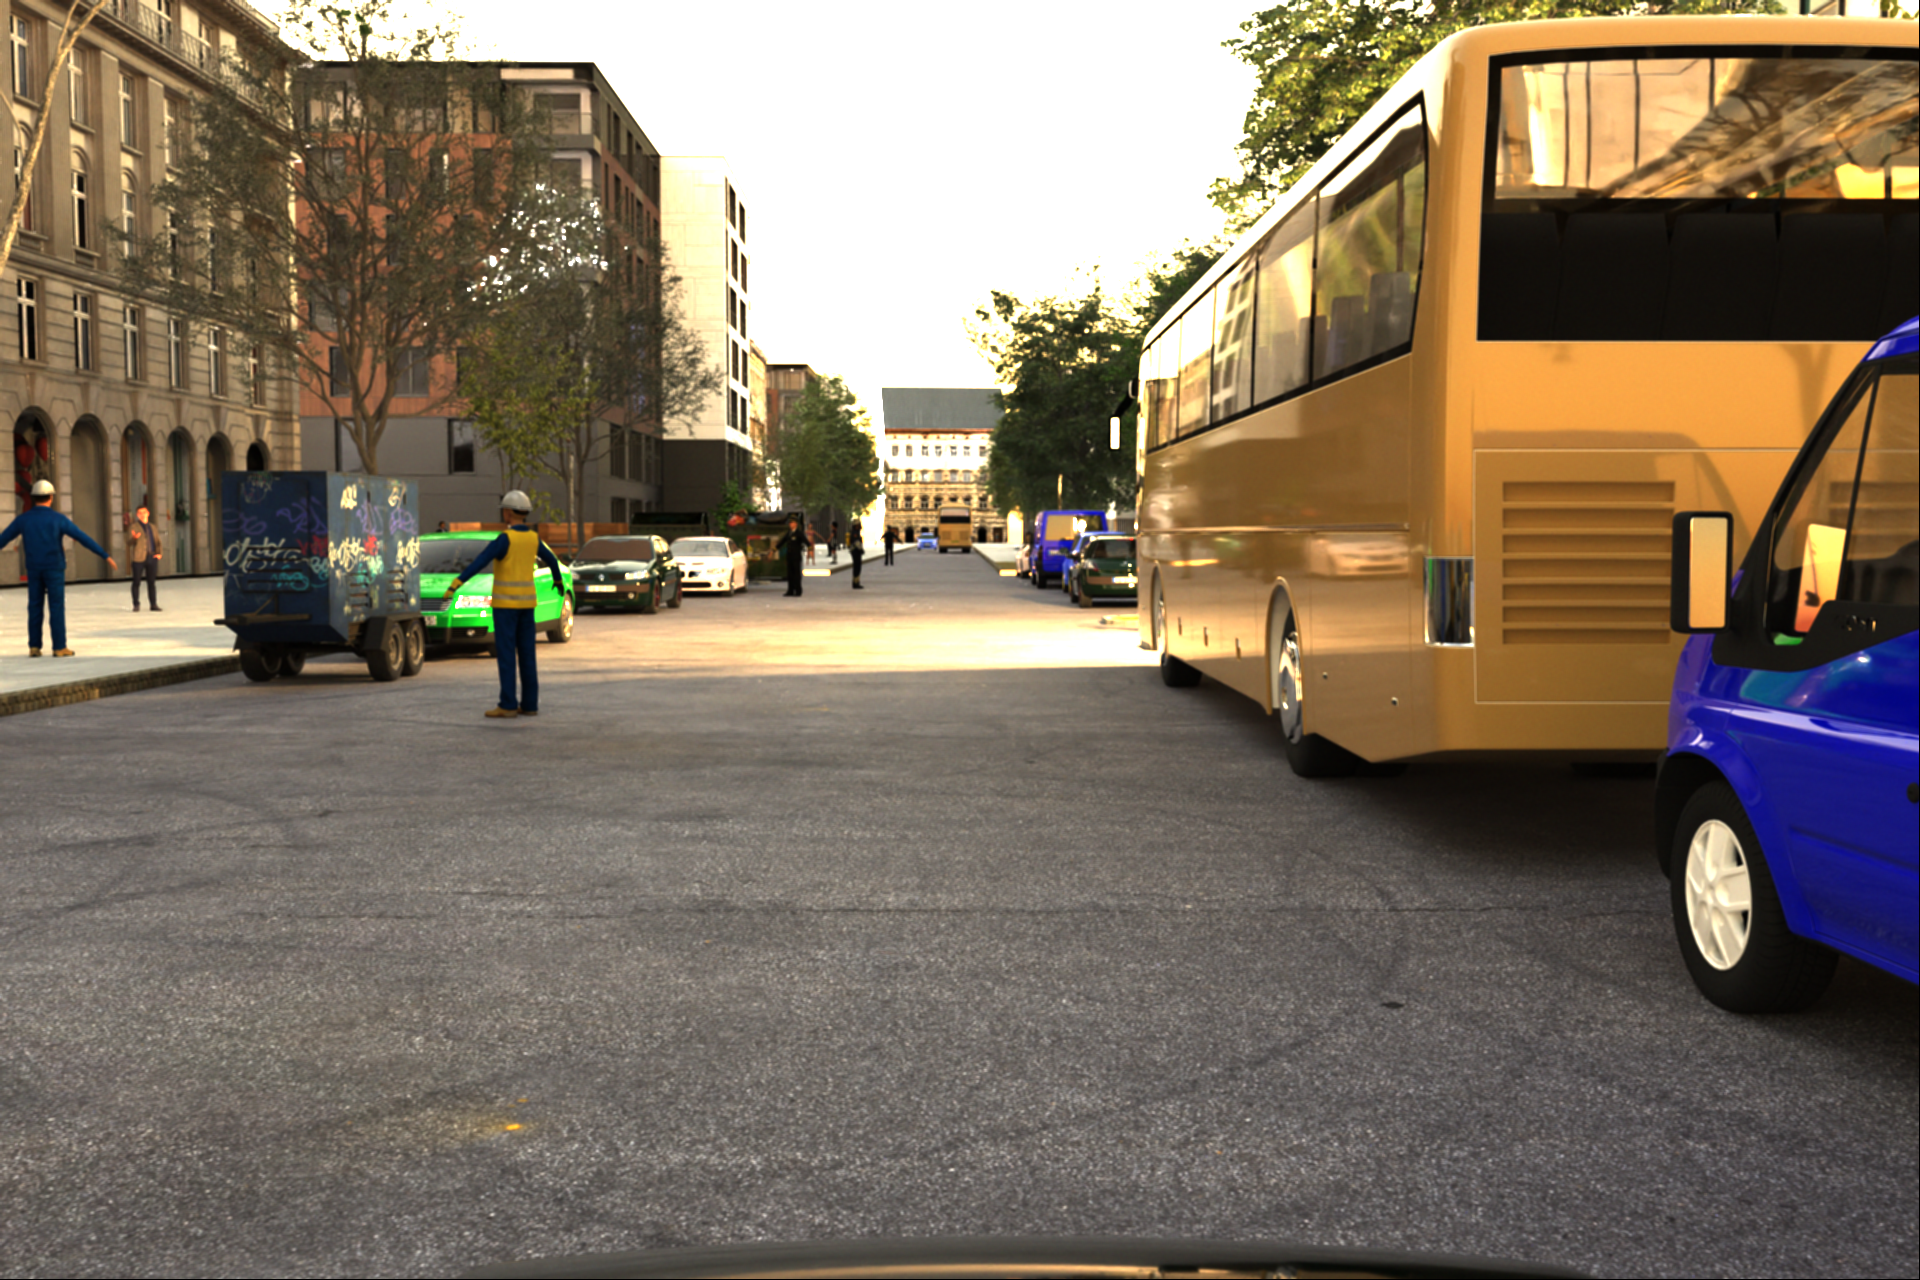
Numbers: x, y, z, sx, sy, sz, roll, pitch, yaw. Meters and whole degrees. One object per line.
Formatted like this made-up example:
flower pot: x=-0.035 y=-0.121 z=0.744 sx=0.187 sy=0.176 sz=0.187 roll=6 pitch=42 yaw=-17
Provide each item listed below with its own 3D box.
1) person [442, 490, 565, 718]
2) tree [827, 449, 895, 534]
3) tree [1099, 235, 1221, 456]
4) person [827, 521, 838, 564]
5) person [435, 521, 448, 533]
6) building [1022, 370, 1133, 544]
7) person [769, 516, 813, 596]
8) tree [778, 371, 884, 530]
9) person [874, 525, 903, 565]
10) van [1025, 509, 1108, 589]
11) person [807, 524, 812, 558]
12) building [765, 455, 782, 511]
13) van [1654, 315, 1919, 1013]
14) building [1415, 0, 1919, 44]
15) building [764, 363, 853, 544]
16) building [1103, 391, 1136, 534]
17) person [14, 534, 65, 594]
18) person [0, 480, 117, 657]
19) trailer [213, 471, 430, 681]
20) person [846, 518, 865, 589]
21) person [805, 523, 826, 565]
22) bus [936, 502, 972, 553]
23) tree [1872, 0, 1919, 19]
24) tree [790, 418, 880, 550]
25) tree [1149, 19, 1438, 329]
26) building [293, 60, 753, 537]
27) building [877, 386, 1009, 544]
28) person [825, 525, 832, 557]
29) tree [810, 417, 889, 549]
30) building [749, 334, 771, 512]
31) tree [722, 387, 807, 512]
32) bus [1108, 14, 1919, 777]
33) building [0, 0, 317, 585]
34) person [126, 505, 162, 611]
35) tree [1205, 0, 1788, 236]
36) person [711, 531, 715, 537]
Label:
person: x=-3.560 y=-0.289 z=13.655 sx=0.721 sy=1.772 sz=1.216 roll=2 pitch=4 yaw=33
tree: x=-9.796 y=-14.061 z=164.313 sx=7.601 sy=10.594 sz=8.767 roll=-1 pitch=4 yaw=-16
tree: x=8.646 y=-8.193 z=59.705 sx=9.928 sy=11.665 sz=9.643 roll=0 pitch=3 yaw=0
person: x=-5.435 y=-4.171 z=74.335 sx=0.704 sy=1.843 sz=1.345 roll=1 pitch=4 yaw=9
person: x=-18.695 y=-3.428 z=62.765 sx=0.721 sy=1.740 sz=1.216 roll=3 pitch=5 yaw=43
building: x=22.130 y=-23.609 z=229.982 sx=27.936 sy=21.610 sz=32.646 roll=0 pitch=4 yaw=0
person: x=-3.847 y=-1.925 z=39.873 sx=1.347 sy=1.837 sz=0.705 roll=3 pitch=4 yaw=37
tree: x=-9.340 y=-12.394 z=120.765 sx=7.486 sy=12.596 sz=7.792 roll=0 pitch=3 yaw=0
person: x=-3.253 y=-4.341 z=79.360 sx=1.347 sy=1.837 sz=0.705 roll=-1 pitch=4 yaw=-13
van: x=2.945 y=-2.613 z=47.106 sx=2.240 sy=2.365 sz=5.245 roll=0 pitch=4 yaw=0
person: x=-7.962 y=-5.216 z=91.460 sx=0.705 sy=1.806 sz=1.347 roll=0 pitch=4 yaw=-4
building: x=-24.223 y=-15.280 z=191.968 sx=9.099 sy=9.664 sz=28.070 roll=0 pitch=4 yaw=1
van: x=3.204 y=0.057 z=3.450 sx=2.240 sy=2.365 sz=5.245 roll=0 pitch=3 yaw=0
building: x=28.181 y=-14.948 z=50.965 sx=21.656 sy=26.213 sz=47.522 roll=0 pitch=3 yaw=0
building: x=-28.697 y=-23.213 z=223.500 sx=27.936 sy=21.610 sz=32.646 roll=0 pitch=3 yaw=0
building: x=21.384 y=-20.757 z=195.792 sx=16.016 sy=20.090 sz=11.380 roll=0 pitch=3 yaw=0
person: x=-19.826 y=-1.884 z=37.262 sx=1.216 sy=1.778 sz=0.721 roll=1 pitch=4 yaw=11
person: x=-9.564 y=-0.749 z=18.130 sx=1.347 sy=1.842 sz=0.705 roll=0 pitch=4 yaw=-7
trailer: x=-6.198 y=-0.574 z=16.431 sx=1.471 sy=1.999 sz=3.904 roll=0 pitch=3 yaw=0
person: x=-2.680 y=-2.277 z=45.470 sx=0.705 sy=1.856 sz=1.354 roll=0 pitch=4 yaw=-8
person: x=-6.191 y=-3.981 z=71.894 sx=1.217 sy=1.733 sz=0.721 roll=-1 pitch=4 yaw=-13
bus: x=-0.432 y=-8.668 z=133.275 sx=2.896 sy=3.916 sz=12.252 roll=0 pitch=4 yaw=-1
tree: x=8.904 y=-3.859 z=13.452 sx=4.737 sy=8.622 sz=4.395 roll=0 pitch=3 yaw=0
tree: x=-9.870 y=-12.348 z=136.300 sx=7.601 sy=10.594 sz=8.767 roll=0 pitch=4 yaw=-4
tree: x=9.594 y=-7.972 z=40.715 sx=12.009 sy=13.543 sz=11.850 roll=0 pitch=3 yaw=0
building: x=-26.596 y=-15.132 z=91.377 sx=27.936 sy=21.610 sz=32.646 roll=0 pitch=4 yaw=-1
building: x=-2.834 y=-25.902 z=256.883 sx=18.063 sy=23.208 sz=19.493 roll=0 pitch=4 yaw=-5
person: x=-7.427 y=-5.622 z=98.053 sx=0.705 sy=1.813 sz=1.348 roll=-1 pitch=4 yaw=-14
tree: x=-9.951 y=-13.939 z=153.658 sx=9.928 sy=11.665 sz=9.643 roll=0 pitch=3 yaw=0
building: x=-25.767 y=-18.851 z=139.139 sx=19.493 sy=23.208 sz=18.063 roll=0 pitch=4 yaw=-1
tree: x=-9.176 y=-8.318 z=86.359 sx=4.360 sy=8.622 sz=3.978 roll=0 pitch=3 yaw=0
bus: x=3.126 y=-1.314 z=13.029 sx=2.896 sy=3.916 sz=12.252 roll=0 pitch=4 yaw=0
building: x=-27.943 y=-12.565 z=46.102 sx=13.314 sy=22.015 sz=24.055 roll=0 pitch=3 yaw=0
person: x=-13.447 y=-1.350 z=28.651 sx=0.617 sy=1.759 sz=0.750 roll=-3 pitch=5 yaw=-40
tree: x=8.785 y=-7.470 z=28.782 sx=9.857 sy=13.997 sz=8.962 roll=0 pitch=3 yaw=0
person: x=-10.854 y=-4.062 z=75.674 sx=0.991 sy=1.433 sz=0.599 roll=-2 pitch=4 yaw=-28
